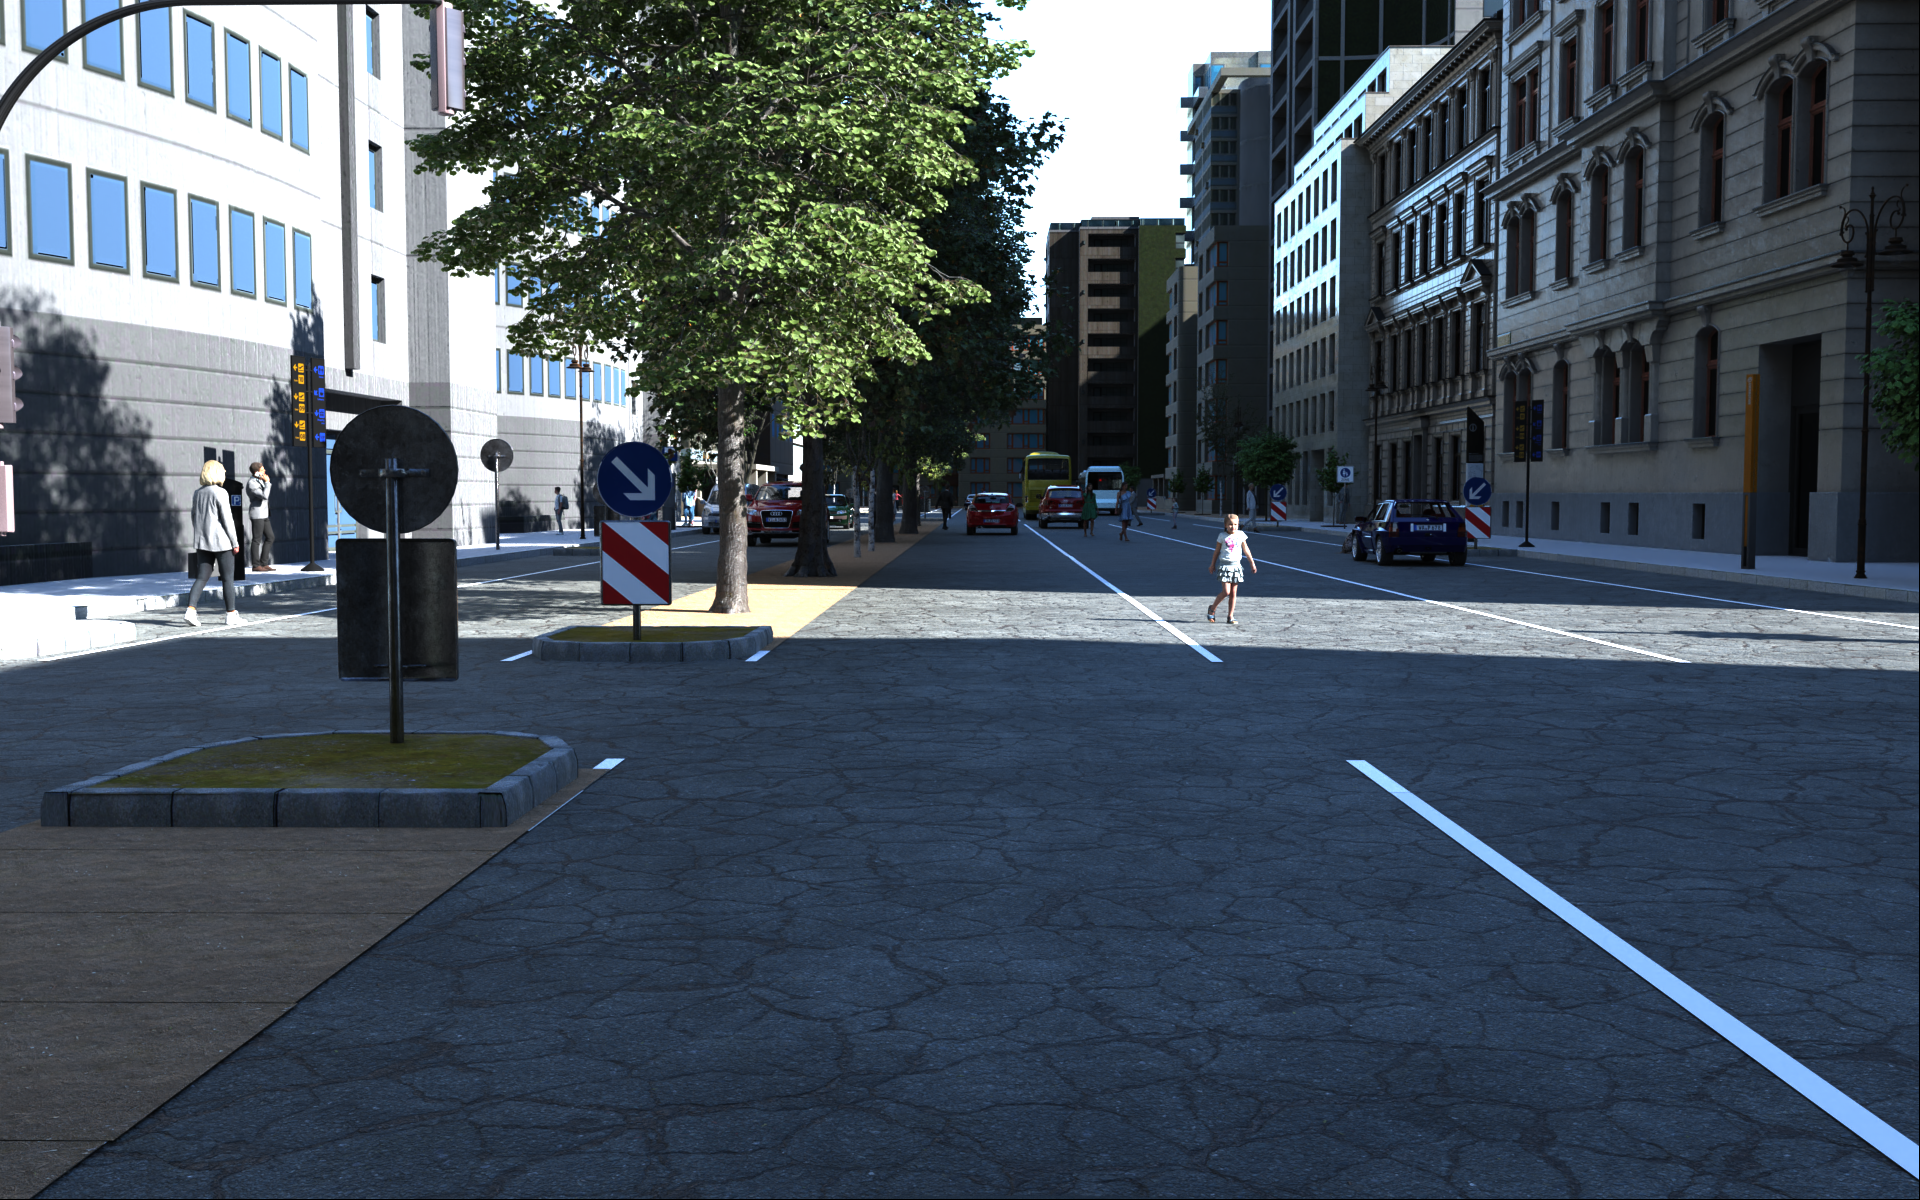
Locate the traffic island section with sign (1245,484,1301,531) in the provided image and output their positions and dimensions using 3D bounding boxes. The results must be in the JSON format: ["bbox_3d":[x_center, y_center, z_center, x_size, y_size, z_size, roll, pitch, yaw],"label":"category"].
[{"bbox_3d":[12.201,-3.613,67.706,1.989,1.847,2.006,0,4,1],"label":"traffic island section with sign"}]

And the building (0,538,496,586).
[{"bbox_3d":[-22.899,-29.867,30.326,21.231,58.520,28.212,0,4,1],"label":"building"}]

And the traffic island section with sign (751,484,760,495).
[{"bbox_3d":[-8.122,-3.641,68.161,1.989,1.847,2.006,0,4,1],"label":"traffic island section with sign"}]

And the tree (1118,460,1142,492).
[{"bbox_3d":[16.187,-11.307,168.589,4.285,4.588,4.351,0,3,0],"label":"tree"}]

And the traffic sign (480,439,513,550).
[{"bbox_3d":[-10.657,-2.431,39.860,0.768,2.556,0.104,0,4,2],"label":"traffic sign"}]

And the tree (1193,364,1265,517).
[{"bbox_3d":[14.865,-9.010,97.680,4.360,8.622,3.978,0,3,0],"label":"tree"}]

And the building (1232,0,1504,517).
[{"bbox_3d":[27.703,-40.462,99.803,20.563,71.187,20.611,0,4,1],"label":"building"}]

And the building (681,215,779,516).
[{"bbox_3d":[-27.728,-25.212,104.094,32.217,40.220,23.993,0,4,1],"label":"building"}]

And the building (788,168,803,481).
[{"bbox_3d":[-25.923,-34.320,150.378,27.495,52.752,28.713,0,4,1],"label":"building"}]

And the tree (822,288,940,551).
[{"bbox_3d":[-2.221,-5.523,43.120,4.360,8.622,3.978,0,3,0],"label":"tree"}]

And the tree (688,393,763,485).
[{"bbox_3d":[-10.587,-7.650,75.441,4.360,8.622,3.978,0,3,0],"label":"tree"}]

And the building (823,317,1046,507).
[{"bbox_3d":[-5.460,-21.146,190.783,28.899,21.520,27.650,0,4,1],"label":"building"}]

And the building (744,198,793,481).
[{"bbox_3d":[-19.605,-28.917,122.897,14.600,45.320,14.200,0,4,1],"label":"building"}]

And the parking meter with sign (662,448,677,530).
[{"bbox_3d":[-10.494,-4.048,62.450,0.543,3.016,1.738,0,4,-7],"label":"parking meter with sign"}]

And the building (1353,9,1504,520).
[{"bbox_3d":[21.928,-12.230,64.586,10.561,19.102,19.286,0,4,1],"label":"building"}]

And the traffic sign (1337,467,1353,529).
[{"bbox_3d":[14.079,-3.744,63.338,0.606,2.300,0.079,1,4,9],"label":"traffic sign"}]

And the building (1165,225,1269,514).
[{"bbox_3d":[30.358,-17.184,125.996,27.650,21.520,28.899,0,4,1],"label":"building"}]

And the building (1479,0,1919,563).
[{"bbox_3d":[22.767,-15.610,42.606,14.401,28.519,23.554,0,4,1],"label":"building"}]

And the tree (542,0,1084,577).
[{"bbox_3d":[-2.564,-6.752,29.856,9.611,12.733,9.660,0,3,0],"label":"tree"}]

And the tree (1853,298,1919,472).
[{"bbox_3d":[13.727,-2.416,23.222,4.285,4.588,4.351,0,3,0],"label":"tree"}]

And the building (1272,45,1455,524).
[{"bbox_3d":[21.564,-13.935,82.595,10.420,20.320,16.860,0,4,1],"label":"building"}]

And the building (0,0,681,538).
[{"bbox_3d":[-23.882,-32.079,66.486,21.231,58.520,28.212,0,4,1],"label":"building"}]

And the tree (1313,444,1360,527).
[{"bbox_3d":[14.540,-4.476,67.788,1.663,3.219,1.824,0,3,0],"label":"tree"}]

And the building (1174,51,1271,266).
[{"bbox_3d":[38.475,-34.748,187.741,30.456,49.044,23.786,0,4,1],"label":"building"}]

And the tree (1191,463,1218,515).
[{"bbox_3d":[15.124,-6.872,106.960,1.663,3.219,1.824,0,3,0],"label":"tree"}]

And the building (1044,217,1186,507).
[{"bbox_3d":[16.126,-25.168,183.205,14.107,30.474,14.160,0,4,1],"label":"building"}]

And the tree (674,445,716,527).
[{"bbox_3d":[-10.523,-4.413,66.752,1.663,3.219,1.824,0,3,0],"label":"tree"}]

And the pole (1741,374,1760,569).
[{"bbox_3d":[13.500,-2.185,29.572,0.158,3.312,0.155,0,3,0],"label":"pole"}]

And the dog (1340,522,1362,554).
[{"bbox_3d":[9.388,-1.531,41.870,0.800,0.831,0.513,2,4,25],"label":"dog"}]

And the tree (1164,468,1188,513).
[{"bbox_3d":[15.079,-7.615,119.102,1.663,3.219,1.824,0,3,0],"label":"tree"}]

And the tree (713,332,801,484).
[{"bbox_3d":[-10.598,-9.872,87.158,9.928,11.665,9.643,0,3,0],"label":"tree"}]

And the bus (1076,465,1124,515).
[{"bbox_3d":[9.736,-7.700,120.751,2.948,3.499,13.247,0,4,2],"label":"bus"}]

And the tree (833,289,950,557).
[{"bbox_3d":[-2.276,-5.239,38.480,4.737,8.622,4.395,0,3,0],"label":"tree"}]

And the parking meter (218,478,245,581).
[{"bbox_3d":[-10.844,-1.060,25.742,0.372,1.533,0.369,0,3,0],"label":"parking meter"}]

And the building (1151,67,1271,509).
[{"bbox_3d":[33.552,-28.142,152.004,32.217,40.220,23.993,0,4,1],"label":"building"}]

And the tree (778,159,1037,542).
[{"bbox_3d":[-2.273,-8.674,50.931,9.857,13.997,8.962,0,3,0],"label":"tree"}]

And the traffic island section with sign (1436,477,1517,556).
[{"bbox_3d":[11.841,-1.965,40.753,1.989,1.847,2.006,0,4,1],"label":"traffic island section with sign"}]

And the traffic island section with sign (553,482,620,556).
[{"bbox_3d":[-8.465,-1.993,41.208,1.989,1.847,2.006,0,4,1],"label":"traffic island section with sign"}]

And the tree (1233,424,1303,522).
[{"bbox_3d":[14.507,-5.982,81.523,4.285,4.588,4.351,0,3,0],"label":"tree"}]

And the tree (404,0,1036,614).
[{"bbox_3d":[-2.842,-6.132,20.848,7.486,12.596,7.792,0,3,0],"label":"tree"}]

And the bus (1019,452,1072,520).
[{"bbox_3d":[4.909,-6.625,99.864,2.896,3.916,12.252,0,4,1],"label":"bus"}]
